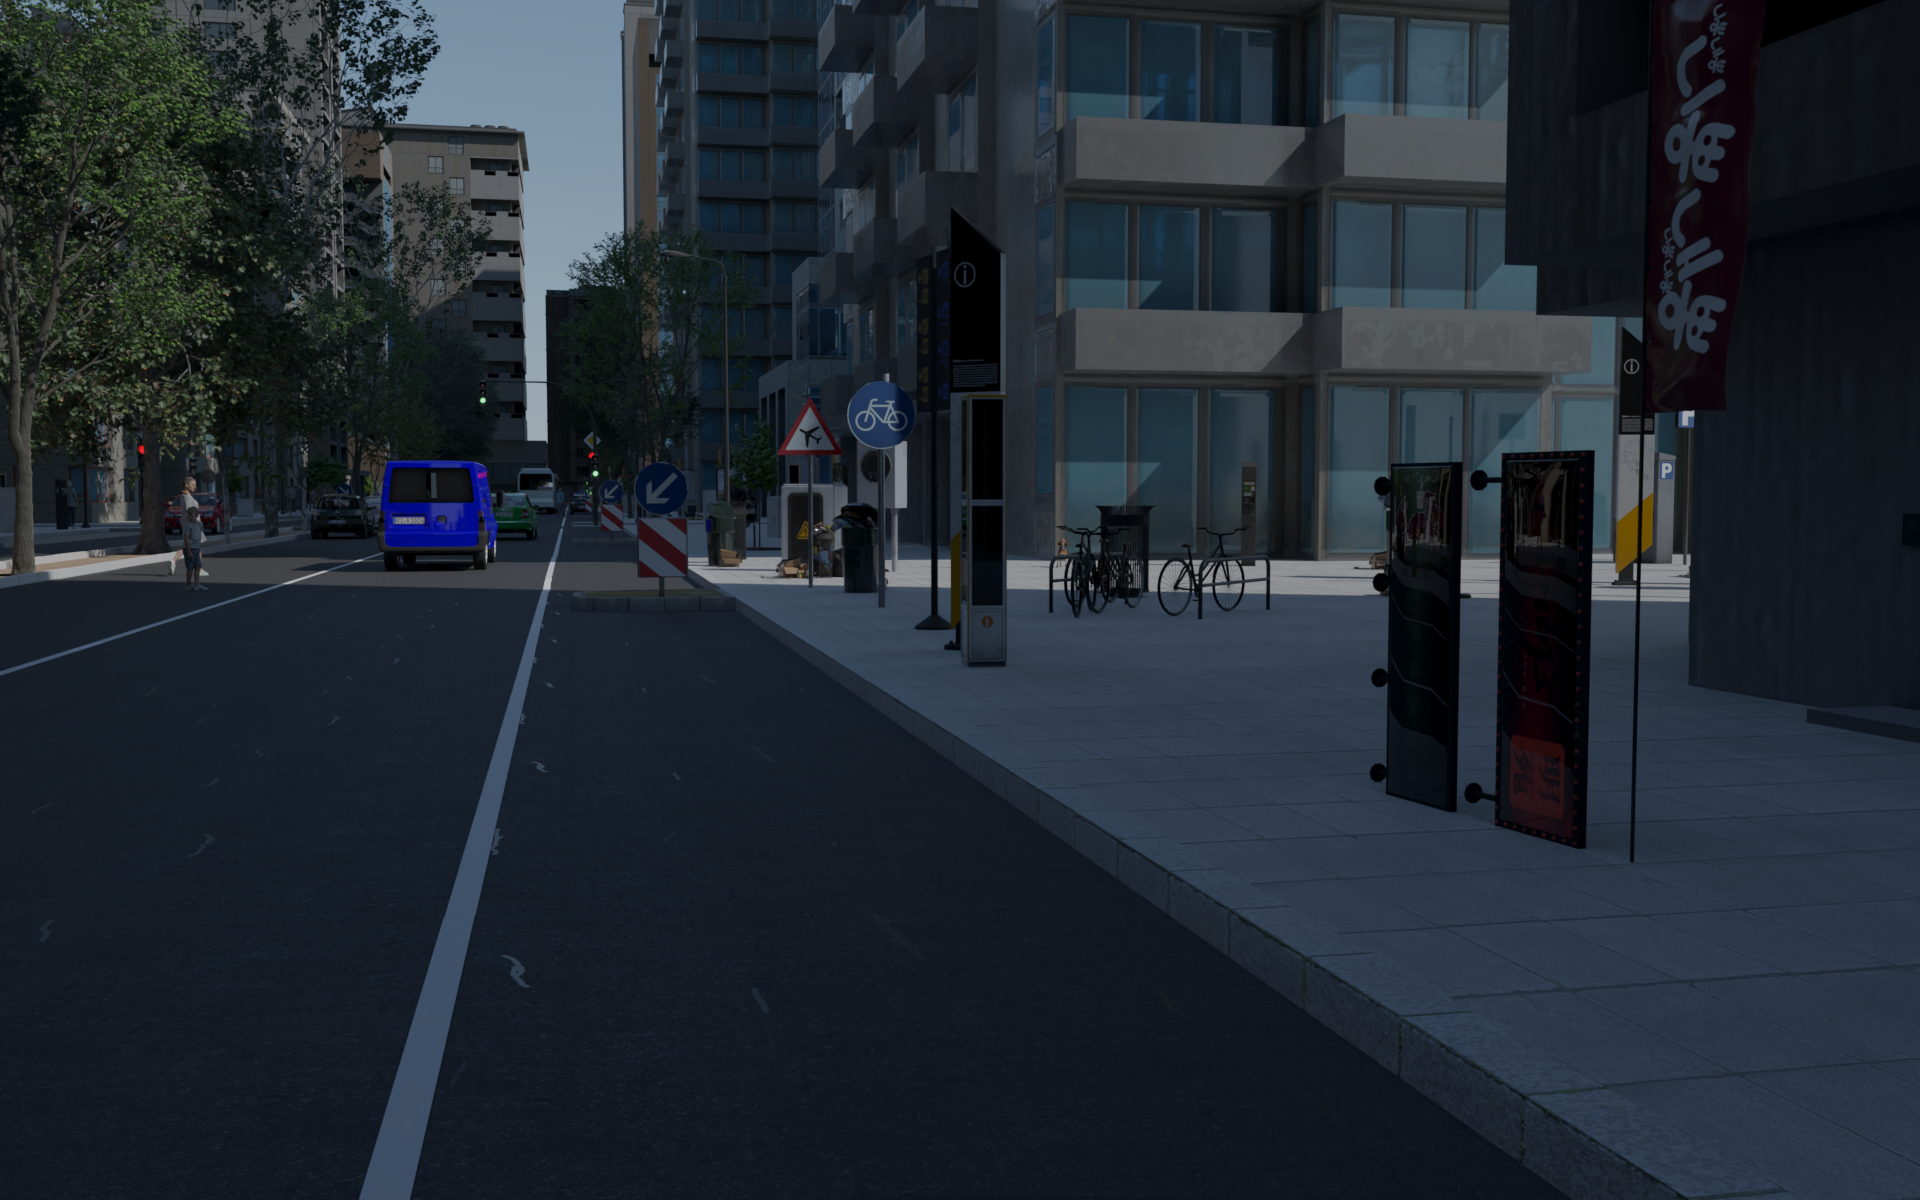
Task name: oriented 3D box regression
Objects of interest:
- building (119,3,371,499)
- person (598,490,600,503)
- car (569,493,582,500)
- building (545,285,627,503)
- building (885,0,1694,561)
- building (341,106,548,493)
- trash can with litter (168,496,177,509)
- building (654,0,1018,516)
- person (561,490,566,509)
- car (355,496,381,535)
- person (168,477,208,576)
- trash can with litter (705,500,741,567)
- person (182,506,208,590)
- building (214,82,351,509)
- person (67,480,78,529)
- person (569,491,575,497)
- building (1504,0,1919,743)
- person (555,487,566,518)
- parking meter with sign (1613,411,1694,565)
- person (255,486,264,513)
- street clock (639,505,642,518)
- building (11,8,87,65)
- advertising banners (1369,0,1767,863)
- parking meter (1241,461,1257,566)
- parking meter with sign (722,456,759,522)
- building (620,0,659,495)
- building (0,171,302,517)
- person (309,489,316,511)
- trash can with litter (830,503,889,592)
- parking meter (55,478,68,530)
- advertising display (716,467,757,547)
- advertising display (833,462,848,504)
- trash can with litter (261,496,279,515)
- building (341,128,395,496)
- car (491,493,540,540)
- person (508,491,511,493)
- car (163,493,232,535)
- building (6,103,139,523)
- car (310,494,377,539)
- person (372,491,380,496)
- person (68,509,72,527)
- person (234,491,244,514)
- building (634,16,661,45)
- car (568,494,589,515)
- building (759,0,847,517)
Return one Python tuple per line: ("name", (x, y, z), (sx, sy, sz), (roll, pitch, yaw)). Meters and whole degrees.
("building", (-72.262, -45.199, 177.263), (20.563, 71.187, 20.611), (-1, 4, -13))
("person", (-42.697, -12.153, 204.738), (1.348, 1.824, 0.705), (-1, 4, -10))
("car", (-35.763, -9.373, 162.834), (1.945, 1.707, 3.694), (-1, 4, -13))
("building", (-50.872, -28.823, 242.953), (14.107, 30.474, 14.160), (-1, 4, -13))
("building", (8.310, -26.097, 46.292), (23.786, 49.044, 30.456), (-1, 4, -13))
("building", (-72.825, -40.114, 245.106), (27.495, 52.752, 28.713), (-1, 4, -13))
("trash can with litter", (-36.686, -4.234, 80.607), (0.624, 1.170, 1.055), (-3, 5, -43))
("building", (-11.150, -31.220, 130.052), (23.786, 49.044, 30.456), (-1, 4, -13))
("person", (-39.069, -9.848, 169.658), (1.348, 1.807, 0.705), (2, 4, 23))
("car", (-20.573, -3.035, 61.991), (2.083, 1.381, 4.827), (-1, 4, -14))
("person", (-13.465, -1.283, 30.224), (0.466, 1.731, 0.760), (1, 4, 22))
("trash can with litter", (-4.140, -1.187, 30.801), (0.624, 1.170, 1.055), (-2, 4, -26))
("person", (-11.388, -0.770, 25.770), (0.332, 1.250, 0.352), (-2, 4, -32))
("building", (-72.358, -28.293, 154.470), (32.217, 40.220, 23.993), (-1, 4, -13))
("person", (-32.773, -3.506, 63.551), (0.709, 1.800, 0.728), (-1, 4, -9))
("person", (-49.394, -13.017, 221.462), (1.348, 1.807, 0.705), (0, 4, -8))
("building", (10.720, -14.513, 8.983), (14.160, 30.474, 14.107), (-1, 4, -13))
("person", (-24.310, -5.943, 105.537), (0.748, 1.841, 0.638), (-2, 4, -35))
("parking meter with sign", (12.838, -2.189, 32.057), (0.543, 3.016, 1.738), (-1, 4, -21))
("person", (-47.738, -6.850, 118.007), (0.573, 1.828, 0.580), (-1, 4, -12))
("street clock", (-14.889, -4.645, 80.516), (0.358, 2.002, 0.471), (-1, 4, -15))
("building", (-108.757, -37.004, 194.250), (27.495, 52.752, 28.713), (-1, 4, -13))
("advertising banners", (2.160, -0.626, 6.422), (0.090, 3.025, 2.074), (-1, 4, -20))
("parking meter", (5.140, -1.536, 30.829), (0.255, 1.863, 0.399), (1, 4, 9))
("parking meter with sign", (-10.021, -5.081, 79.341), (1.738, 3.016, 0.543), (2, 4, 24))
("building", (-30.308, -40.932, 211.241), (21.231, 58.520, 28.212), (-1, 4, -13))
("building", (-63.433, -16.984, 122.732), (27.650, 21.520, 28.899), (-1, 4, -13))
("person", (-49.831, -7.764, 133.262), (0.678, 1.792, 0.850), (1, 4, 12))
("trash can with litter", (-1.295, -0.699, 22.822), (0.624, 1.170, 1.055), (1, 4, 10))
("parking meter", (-32.422, -3.474, 62.504), (0.399, 1.863, 0.255), (2, 4, 32))
("advertising display", (-5.367, -2.224, 41.578), (0.974, 1.923, 0.123), (-1, 4, -14))
("advertising display", (-2.453, -1.858, 35.586), (0.123, 1.923, 0.974), (-1, 4, -16))
("trash can with litter", (-42.135, -5.769, 105.709), (1.055, 1.170, 0.624), (0, 4, -5))
("building", (-75.967, -34.128, 208.102), (14.200, 45.320, 14.600), (-1, 4, -13))
("car", (-14.460, -2.848, 55.360), (1.959, 1.807, 4.718), (-1, 4, -11))
("person", (-45.520, -10.164, 175.414), (0.721, 1.736, 1.217), (-1, 4, -9))
("car", (-27.644, -3.291, 62.852), (2.155, 1.783, 4.494), (-1, 4, -14))
("building", (-54.789, -14.768, 86.502), (27.650, 21.520, 28.899), (-1, 4, -13))
("car", (-20.216, -2.873, 56.768), (2.009, 1.686, 4.222), (-1, 4, -14))
("person", (-40.945, -6.925, 121.576), (0.795, 1.843, 0.661), (3, 5, 44))
("person", (-35.278, -3.630, 68.278), (0.576, 1.772, 0.534), (-2, 4, -28))
("person", (-45.615, -6.329, 109.617), (0.616, 1.811, 0.778), (-1, 4, -9))
("building", (-23.227, -31.340, 162.521), (14.600, 45.320, 14.200), (-1, 4, -13))
("car", (-26.320, -6.786, 120.743), (2.009, 1.686, 4.222), (-1, 4, -12))
("building", (4.388, -47.870, 95.348), (31.000, 86.520, 22.319), (-1, 4, -13))
